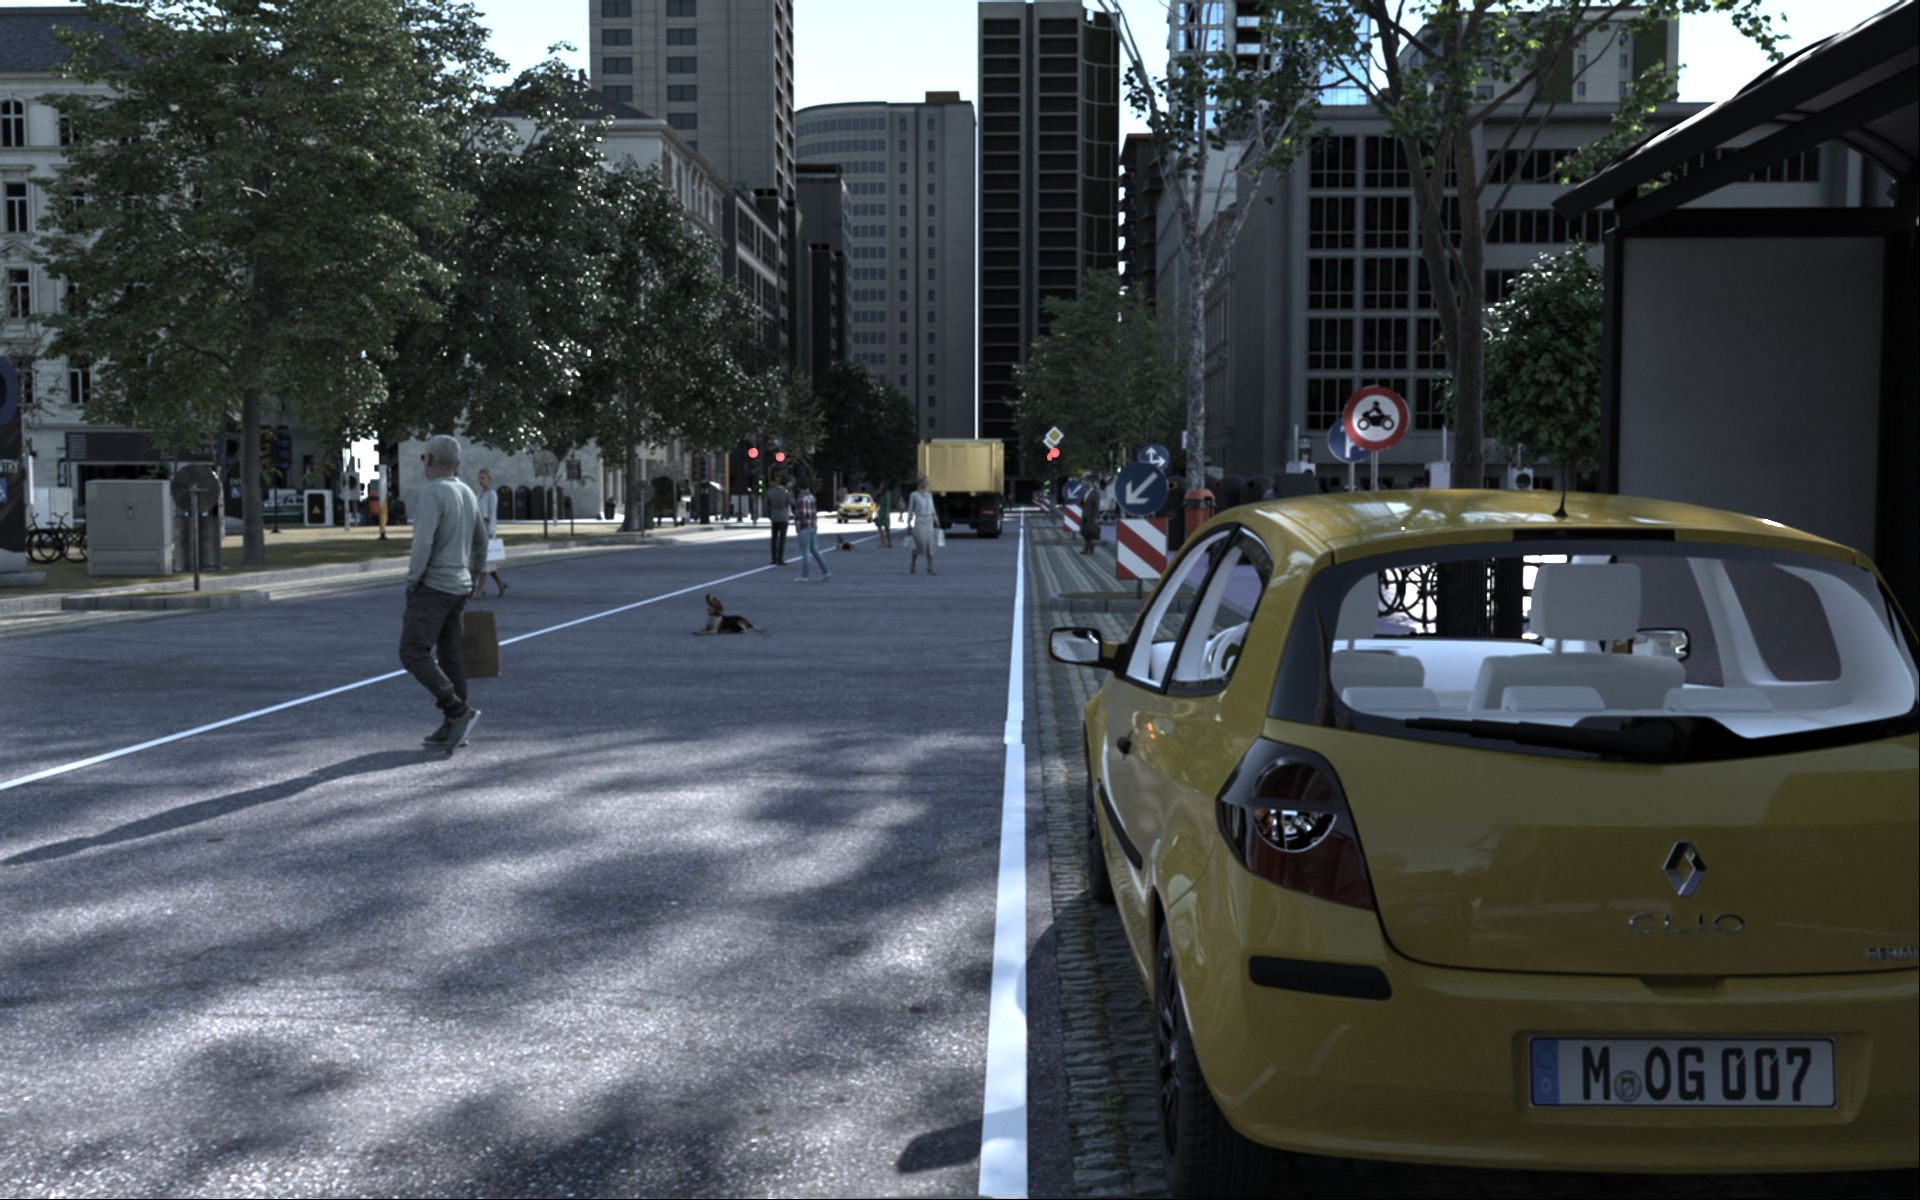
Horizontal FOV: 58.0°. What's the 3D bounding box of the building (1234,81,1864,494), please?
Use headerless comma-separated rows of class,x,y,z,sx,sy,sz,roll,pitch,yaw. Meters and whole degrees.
building,30.673,-16.772,93.291,30.058,24.678,14.314,0,4,2

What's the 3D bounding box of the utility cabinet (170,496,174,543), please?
utility cabinet,-20.823,-2.092,45.364,0.306,1.237,1.020,-2,4,-33

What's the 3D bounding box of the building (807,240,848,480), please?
building,-20.522,-26.071,197.959,14.160,30.474,14.107,0,4,2

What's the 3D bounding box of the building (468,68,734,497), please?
building,-23.973,-20.148,116.813,14.401,28.519,23.554,0,4,2

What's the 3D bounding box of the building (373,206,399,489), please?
building,-64.567,-34.724,217.843,14.200,45.320,14.600,0,4,2

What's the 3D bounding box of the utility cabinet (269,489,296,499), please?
utility cabinet,-31.605,-4.414,80.846,1.173,1.500,0.318,0,4,7

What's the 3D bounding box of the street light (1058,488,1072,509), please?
street light,6.954,-8.791,116.276,1.470,5.913,1.316,0,4,2

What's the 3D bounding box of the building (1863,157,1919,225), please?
building,55.573,-16.649,90.226,19.932,24.808,12.078,0,4,2

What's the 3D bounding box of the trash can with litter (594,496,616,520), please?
trash can with litter,-17.444,-4.511,85.141,1.055,1.170,0.624,-1,4,-17

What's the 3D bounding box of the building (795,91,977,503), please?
building,-11.735,-43.700,256.500,28.212,58.520,21.231,0,4,2

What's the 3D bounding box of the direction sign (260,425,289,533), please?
direction sign,-22.592,-3.985,57.146,0.876,3.537,0.379,-1,4,-13

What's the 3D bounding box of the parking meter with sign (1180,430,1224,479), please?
parking meter with sign,6.877,-3.136,47.537,1.738,3.016,0.543,-2,4,-34

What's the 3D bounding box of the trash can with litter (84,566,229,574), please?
trash can with litter,-13.379,-1.089,28.867,2.233,1.210,1.678,-2,4,-28

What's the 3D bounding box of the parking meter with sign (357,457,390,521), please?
parking meter with sign,-27.698,-5.269,82.403,1.738,3.016,0.543,-1,4,-9

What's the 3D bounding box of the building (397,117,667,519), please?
building,-23.292,-14.793,96.615,10.420,20.320,16.860,0,4,2

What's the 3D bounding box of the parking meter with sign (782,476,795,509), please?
parking meter with sign,-14.592,-9.336,148.902,1.738,3.016,0.543,-2,4,-30

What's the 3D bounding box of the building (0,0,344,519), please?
building,-58.733,-19.568,96.349,44.131,29.872,17.030,0,4,2

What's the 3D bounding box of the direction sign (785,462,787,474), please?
direction sign,-12.270,-7.938,121.789,0.379,3.537,0.876,1,4,9

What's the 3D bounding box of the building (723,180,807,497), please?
building,-22.664,-23.943,163.162,14.160,30.474,14.107,0,4,2

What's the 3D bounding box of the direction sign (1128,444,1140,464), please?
direction sign,7.899,-5.302,78.690,0.379,3.537,0.876,-2,4,-31

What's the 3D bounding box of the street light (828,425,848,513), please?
street light,-8.278,-8.850,117.233,1.470,5.913,1.316,0,4,2

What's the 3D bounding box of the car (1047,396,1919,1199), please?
car,1.273,0.326,4.896,2.015,1.641,3.980,0,4,1

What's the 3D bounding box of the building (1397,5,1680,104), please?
building,68.659,-40.792,208.947,28.212,58.520,21.231,0,4,2

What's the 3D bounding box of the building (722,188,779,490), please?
building,-23.286,-21.227,140.566,14.314,27.812,24.014,0,4,2

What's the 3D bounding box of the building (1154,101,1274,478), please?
building,22.230,-22.115,139.065,11.434,29.767,29.804,0,4,2

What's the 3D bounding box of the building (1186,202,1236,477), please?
building,21.535,-16.985,113.861,11.583,22.565,21.152,0,4,2

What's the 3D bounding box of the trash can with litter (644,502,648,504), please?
trash can with litter,-15.426,-4.488,84.766,0.624,1.170,1.055,-2,4,-27

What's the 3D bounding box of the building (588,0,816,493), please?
building,-25.683,-45.340,179.565,20.563,71.187,20.611,0,4,2

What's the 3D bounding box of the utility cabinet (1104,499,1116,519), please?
utility cabinet,7.242,-4.761,86.520,1.173,1.500,0.318,-3,5,-40

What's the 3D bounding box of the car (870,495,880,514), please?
car,-6.565,-6.774,123.335,1.945,1.354,3.894,0,4,4

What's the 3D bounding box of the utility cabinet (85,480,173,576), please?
utility cabinet,-12.934,-1.117,26.948,1.173,1.500,0.318,0,4,-3

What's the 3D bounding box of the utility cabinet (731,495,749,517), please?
utility cabinet,-12.166,-5.171,95.714,1.020,1.237,0.306,2,4,30

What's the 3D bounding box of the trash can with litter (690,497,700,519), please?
trash can with litter,-13.589,-4.673,87.798,0.624,1.170,1.055,1,4,18

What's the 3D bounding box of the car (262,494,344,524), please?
car,-29.620,-3.944,76.280,4.920,1.459,2.131,0,4,2

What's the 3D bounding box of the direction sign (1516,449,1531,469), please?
direction sign,27.625,-5.684,84.924,0.876,3.537,0.379,-1,4,-20

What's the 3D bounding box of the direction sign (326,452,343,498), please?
direction sign,-33.469,-6.159,92.701,0.876,3.537,0.379,0,4,2

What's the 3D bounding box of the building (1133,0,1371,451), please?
building,29.633,-52.774,175.526,22.319,86.520,31.000,0,4,2

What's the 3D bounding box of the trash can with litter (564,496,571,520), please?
trash can with litter,-19.673,-4.603,86.653,0.624,1.170,1.055,-1,4,-9

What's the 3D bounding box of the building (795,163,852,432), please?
building,-20.781,-32.573,216.170,14.086,41.232,14.154,0,4,2

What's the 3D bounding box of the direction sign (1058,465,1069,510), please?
direction sign,8.114,-8.806,135.975,0.876,3.537,0.379,-1,4,-20

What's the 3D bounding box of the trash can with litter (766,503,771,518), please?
trash can with litter,-9.755,-4.893,91.389,1.055,1.170,0.624,1,4,23

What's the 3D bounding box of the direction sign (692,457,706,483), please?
direction sign,-16.090,-7.029,106.914,0.876,3.537,0.379,-1,4,-22

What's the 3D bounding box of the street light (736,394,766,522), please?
street light,-9.632,-6.564,79.864,1.470,5.913,1.316,0,4,2

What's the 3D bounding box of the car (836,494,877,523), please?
car,-5.121,-4.657,86.360,2.015,1.641,3.980,0,4,3

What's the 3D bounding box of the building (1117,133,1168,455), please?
building,30.150,-33.785,207.005,22.147,44.769,28.867,0,4,2

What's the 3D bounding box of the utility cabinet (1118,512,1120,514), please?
utility cabinet,11.363,-6.705,120.786,1.020,1.237,0.306,0,4,1

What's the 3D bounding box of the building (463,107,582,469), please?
building,-61.430,-43.800,258.121,28.212,58.520,21.231,0,4,2

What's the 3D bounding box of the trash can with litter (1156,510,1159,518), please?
trash can with litter,7.095,-3.198,63.347,1.678,1.210,2.233,1,4,22
